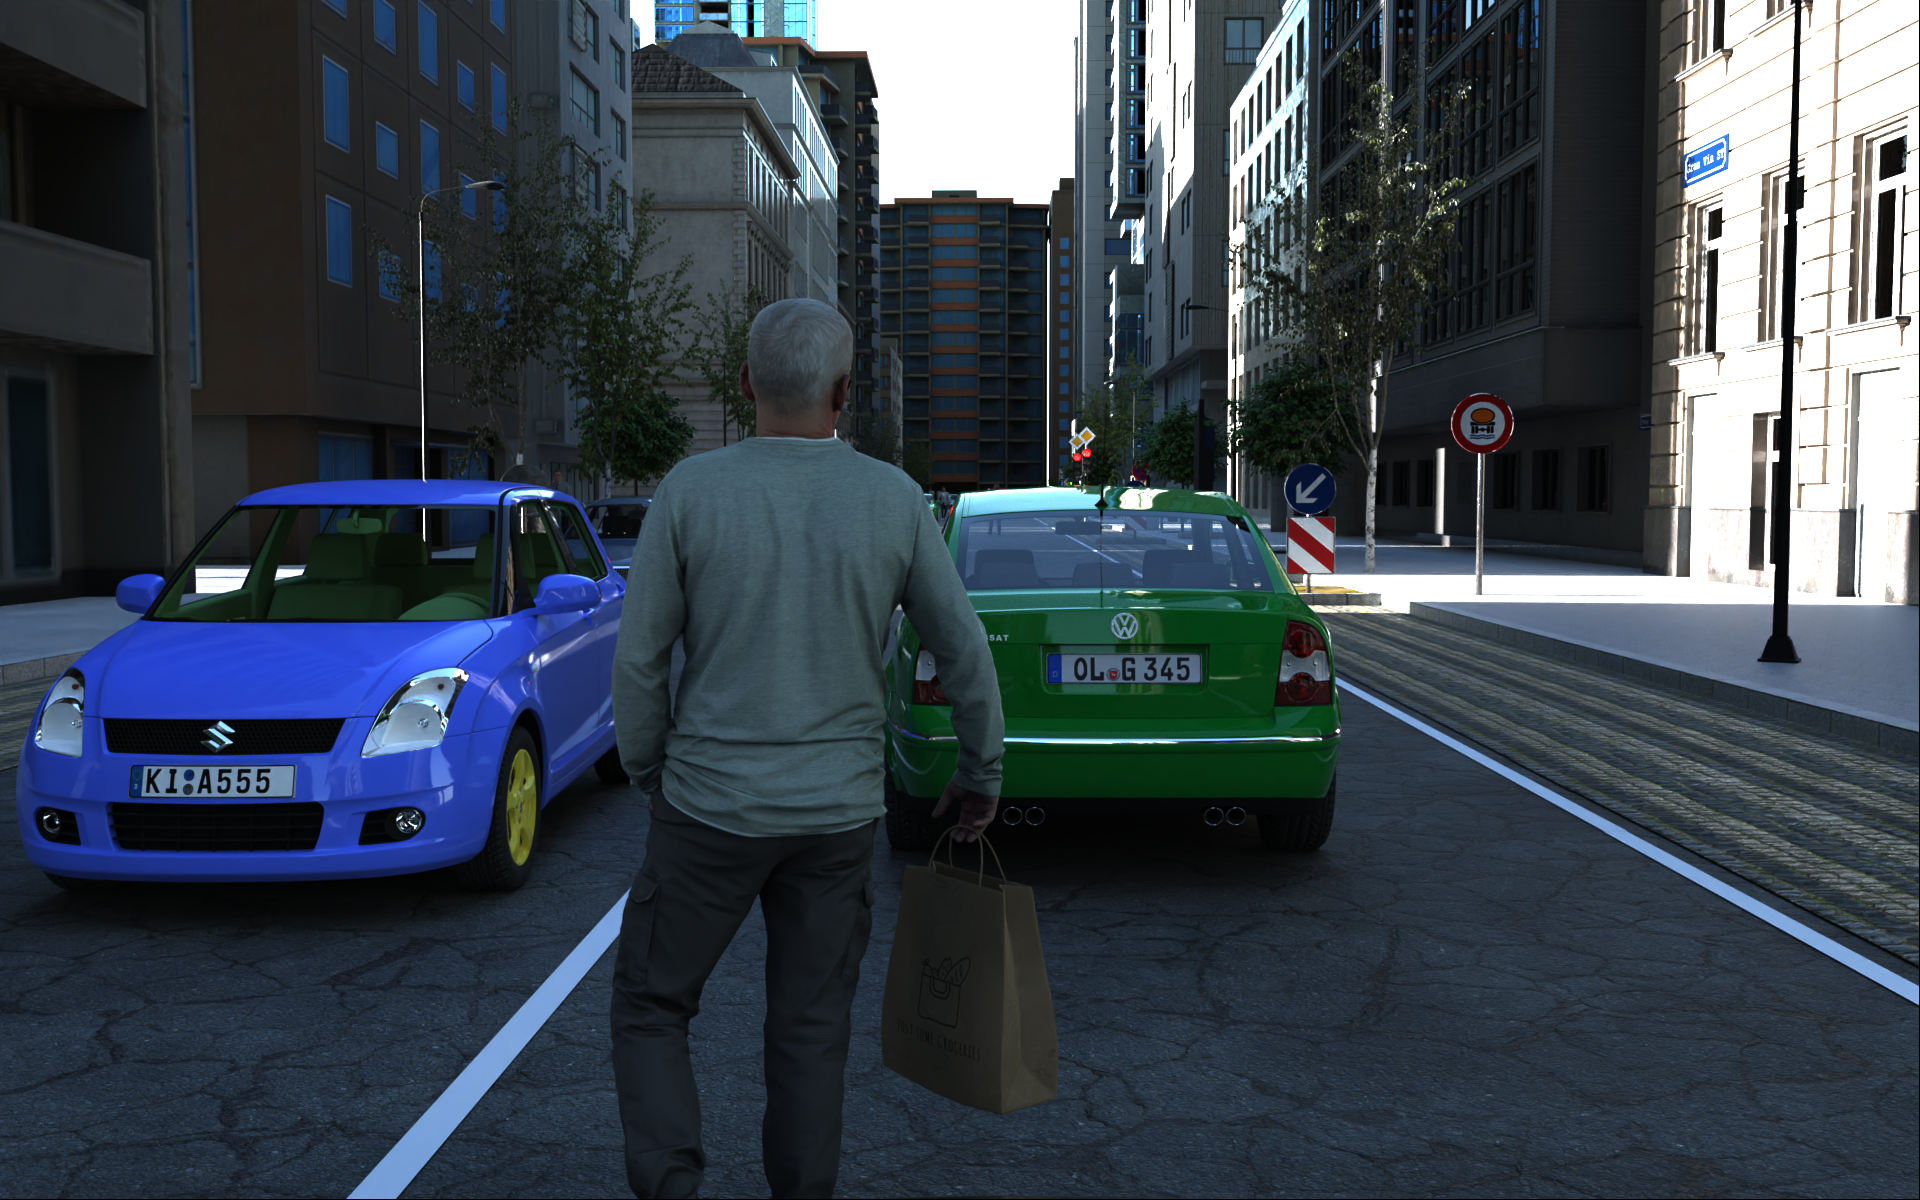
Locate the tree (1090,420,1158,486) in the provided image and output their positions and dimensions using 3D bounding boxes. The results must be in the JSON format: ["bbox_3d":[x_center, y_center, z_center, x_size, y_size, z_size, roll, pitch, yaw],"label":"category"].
[{"bbox_3d":[7.482,-4.518,57.576,4.285,4.588,4.351,0,3,0],"label":"tree"}]

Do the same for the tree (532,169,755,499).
[{"bbox_3d":[-8.111,-5.507,40.399,4.737,8.622,4.395,0,3,0],"label":"tree"}]

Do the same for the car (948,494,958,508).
[{"bbox_3d":[-0.542,-9.133,161.115,2.131,1.459,4.920,0,4,3],"label":"car"}]

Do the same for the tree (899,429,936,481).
[{"bbox_3d":[-5.005,-14.997,195.567,4.737,8.622,4.395,0,3,0],"label":"tree"}]

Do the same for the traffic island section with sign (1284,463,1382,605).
[{"bbox_3d":[4.417,-0.884,23.080,1.989,1.847,2.006,0,4,1],"label":"traffic island section with sign"}]

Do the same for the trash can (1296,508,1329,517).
[{"bbox_3d":[6.697,-1.302,32.943,0.748,1.137,0.748,0,3,0],"label":"trash can"}]

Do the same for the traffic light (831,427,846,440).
[{"bbox_3d":[-5.125,-5.092,72.177,0.839,4.253,0.868,0,4,1],"label":"traffic light"}]

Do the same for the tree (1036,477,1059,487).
[{"bbox_3d":[9.284,-11.203,177.767,1.663,3.219,1.824,0,3,0],"label":"tree"}]

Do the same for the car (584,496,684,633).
[{"bbox_3d":[-3.534,-0.455,19.442,2.014,1.417,4.499,0,4,1],"label":"car"}]

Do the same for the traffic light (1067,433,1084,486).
[{"bbox_3d":[5.374,-5.570,79.997,0.839,4.253,0.868,0,4,1],"label":"traffic light"}]

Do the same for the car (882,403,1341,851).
[{"bbox_3d":[0.598,0.028,8.334,1.959,1.807,4.718,0,4,0],"label":"car"}]

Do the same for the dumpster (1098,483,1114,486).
[{"bbox_3d":[7.706,-5.222,91.144,1.264,1.857,1.865,0,4,1],"label":"dumpster"}]

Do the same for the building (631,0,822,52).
[{"bbox_3d":[-31.398,-57.425,251.570,31.000,86.520,22.319,0,4,1],"label":"building"}]

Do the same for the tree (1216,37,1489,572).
[{"bbox_3d":[6.626,-4.771,28.369,4.360,8.622,3.978,0,3,0],"label":"tree"}]

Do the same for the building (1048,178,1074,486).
[{"bbox_3d":[19.989,-36.553,247.758,14.200,45.320,14.600,0,4,1],"label":"building"}]

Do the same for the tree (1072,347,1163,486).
[{"bbox_3d":[7.897,-8.307,86.186,4.737,8.622,4.395,0,3,0],"label":"tree"}]

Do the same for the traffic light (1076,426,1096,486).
[{"bbox_3d":[5.235,-5.082,72.013,0.839,4.253,0.868,0,4,1],"label":"traffic light"}]

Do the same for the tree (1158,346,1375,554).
[{"bbox_3d":[7.405,-3.299,37.657,4.285,4.588,4.351,0,3,0],"label":"tree"}]

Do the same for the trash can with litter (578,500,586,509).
[{"bbox_3d":[-7.572,-1.398,34.239,0.624,1.170,1.055,-1,4,-16],"label":"trash can with litter"}]

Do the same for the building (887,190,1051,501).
[{"bbox_3d":[-1.473,-36.542,252.079,28.867,44.769,22.147,0,4,1],"label":"building"}]

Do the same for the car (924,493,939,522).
[{"bbox_3d":[-2.020,-4.853,88.141,1.959,1.807,4.718,0,4,0],"label":"car"}]

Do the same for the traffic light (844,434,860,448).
[{"bbox_3d":[-4.986,-5.580,80.161,0.839,4.253,0.868,0,4,1],"label":"traffic light"}]

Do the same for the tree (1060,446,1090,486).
[{"bbox_3d":[8.045,-7.184,101.167,4.285,4.588,4.351,0,3,0],"label":"tree"}]

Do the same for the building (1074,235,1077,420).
[{"bbox_3d":[19.554,-25.664,191.309,14.160,30.474,14.107,0,4,1],"label":"building"}]

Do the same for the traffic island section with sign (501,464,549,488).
[{"bbox_3d":[-5.712,-0.840,22.357,1.989,1.847,2.006,0,4,1],"label":"traffic island section with sign"}]

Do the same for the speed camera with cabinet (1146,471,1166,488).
[{"bbox_3d":[6.832,-4.119,61.678,0.660,3.252,2.038,0,4,-6],"label":"speed camera with cabinet"}]

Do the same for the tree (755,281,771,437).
[{"bbox_3d":[-7.235,-6.679,59.569,4.737,8.622,4.395,0,3,0],"label":"tree"}]

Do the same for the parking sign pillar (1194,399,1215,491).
[{"bbox_3d":[7.008,-3.755,49.869,1.447,3.967,1.447,0,4,1],"label":"parking sign pillar"}]

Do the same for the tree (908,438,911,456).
[{"bbox_3d":[-6.270,-12.095,148.112,4.360,8.622,3.978,0,3,0],"label":"tree"}]

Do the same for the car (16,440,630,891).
[{"bbox_3d":[-2.415,0.136,7.371,1.945,1.707,3.694,0,4,0],"label":"car"}]

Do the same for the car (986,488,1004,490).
[{"bbox_3d":[2.331,-5.938,105.760,2.281,1.827,5.304,0,4,1],"label":"car"}]

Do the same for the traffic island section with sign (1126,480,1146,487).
[{"bbox_3d":[4.897,-2.532,50.031,1.989,1.847,2.006,0,4,1],"label":"traffic island section with sign"}]

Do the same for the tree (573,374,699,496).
[{"bbox_3d":[-8.783,-3.862,46.855,4.285,4.588,4.351,0,3,0],"label":"tree"}]

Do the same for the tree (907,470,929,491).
[{"bbox_3d":[-5.325,-14.000,212.612,4.285,4.588,4.351,0,3,0],"label":"tree"}]

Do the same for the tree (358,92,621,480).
[{"bbox_3d":[-8.252,-4.954,31.354,4.360,8.622,3.978,0,3,0],"label":"tree"}]

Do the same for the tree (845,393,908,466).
[{"bbox_3d":[-6.264,-10.714,125.539,4.360,8.622,3.978,0,3,0],"label":"tree"}]

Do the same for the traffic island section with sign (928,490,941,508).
[{"bbox_3d":[-2.919,-10.630,182.422,1.989,1.847,2.006,0,4,1],"label":"traffic island section with sign"}]
